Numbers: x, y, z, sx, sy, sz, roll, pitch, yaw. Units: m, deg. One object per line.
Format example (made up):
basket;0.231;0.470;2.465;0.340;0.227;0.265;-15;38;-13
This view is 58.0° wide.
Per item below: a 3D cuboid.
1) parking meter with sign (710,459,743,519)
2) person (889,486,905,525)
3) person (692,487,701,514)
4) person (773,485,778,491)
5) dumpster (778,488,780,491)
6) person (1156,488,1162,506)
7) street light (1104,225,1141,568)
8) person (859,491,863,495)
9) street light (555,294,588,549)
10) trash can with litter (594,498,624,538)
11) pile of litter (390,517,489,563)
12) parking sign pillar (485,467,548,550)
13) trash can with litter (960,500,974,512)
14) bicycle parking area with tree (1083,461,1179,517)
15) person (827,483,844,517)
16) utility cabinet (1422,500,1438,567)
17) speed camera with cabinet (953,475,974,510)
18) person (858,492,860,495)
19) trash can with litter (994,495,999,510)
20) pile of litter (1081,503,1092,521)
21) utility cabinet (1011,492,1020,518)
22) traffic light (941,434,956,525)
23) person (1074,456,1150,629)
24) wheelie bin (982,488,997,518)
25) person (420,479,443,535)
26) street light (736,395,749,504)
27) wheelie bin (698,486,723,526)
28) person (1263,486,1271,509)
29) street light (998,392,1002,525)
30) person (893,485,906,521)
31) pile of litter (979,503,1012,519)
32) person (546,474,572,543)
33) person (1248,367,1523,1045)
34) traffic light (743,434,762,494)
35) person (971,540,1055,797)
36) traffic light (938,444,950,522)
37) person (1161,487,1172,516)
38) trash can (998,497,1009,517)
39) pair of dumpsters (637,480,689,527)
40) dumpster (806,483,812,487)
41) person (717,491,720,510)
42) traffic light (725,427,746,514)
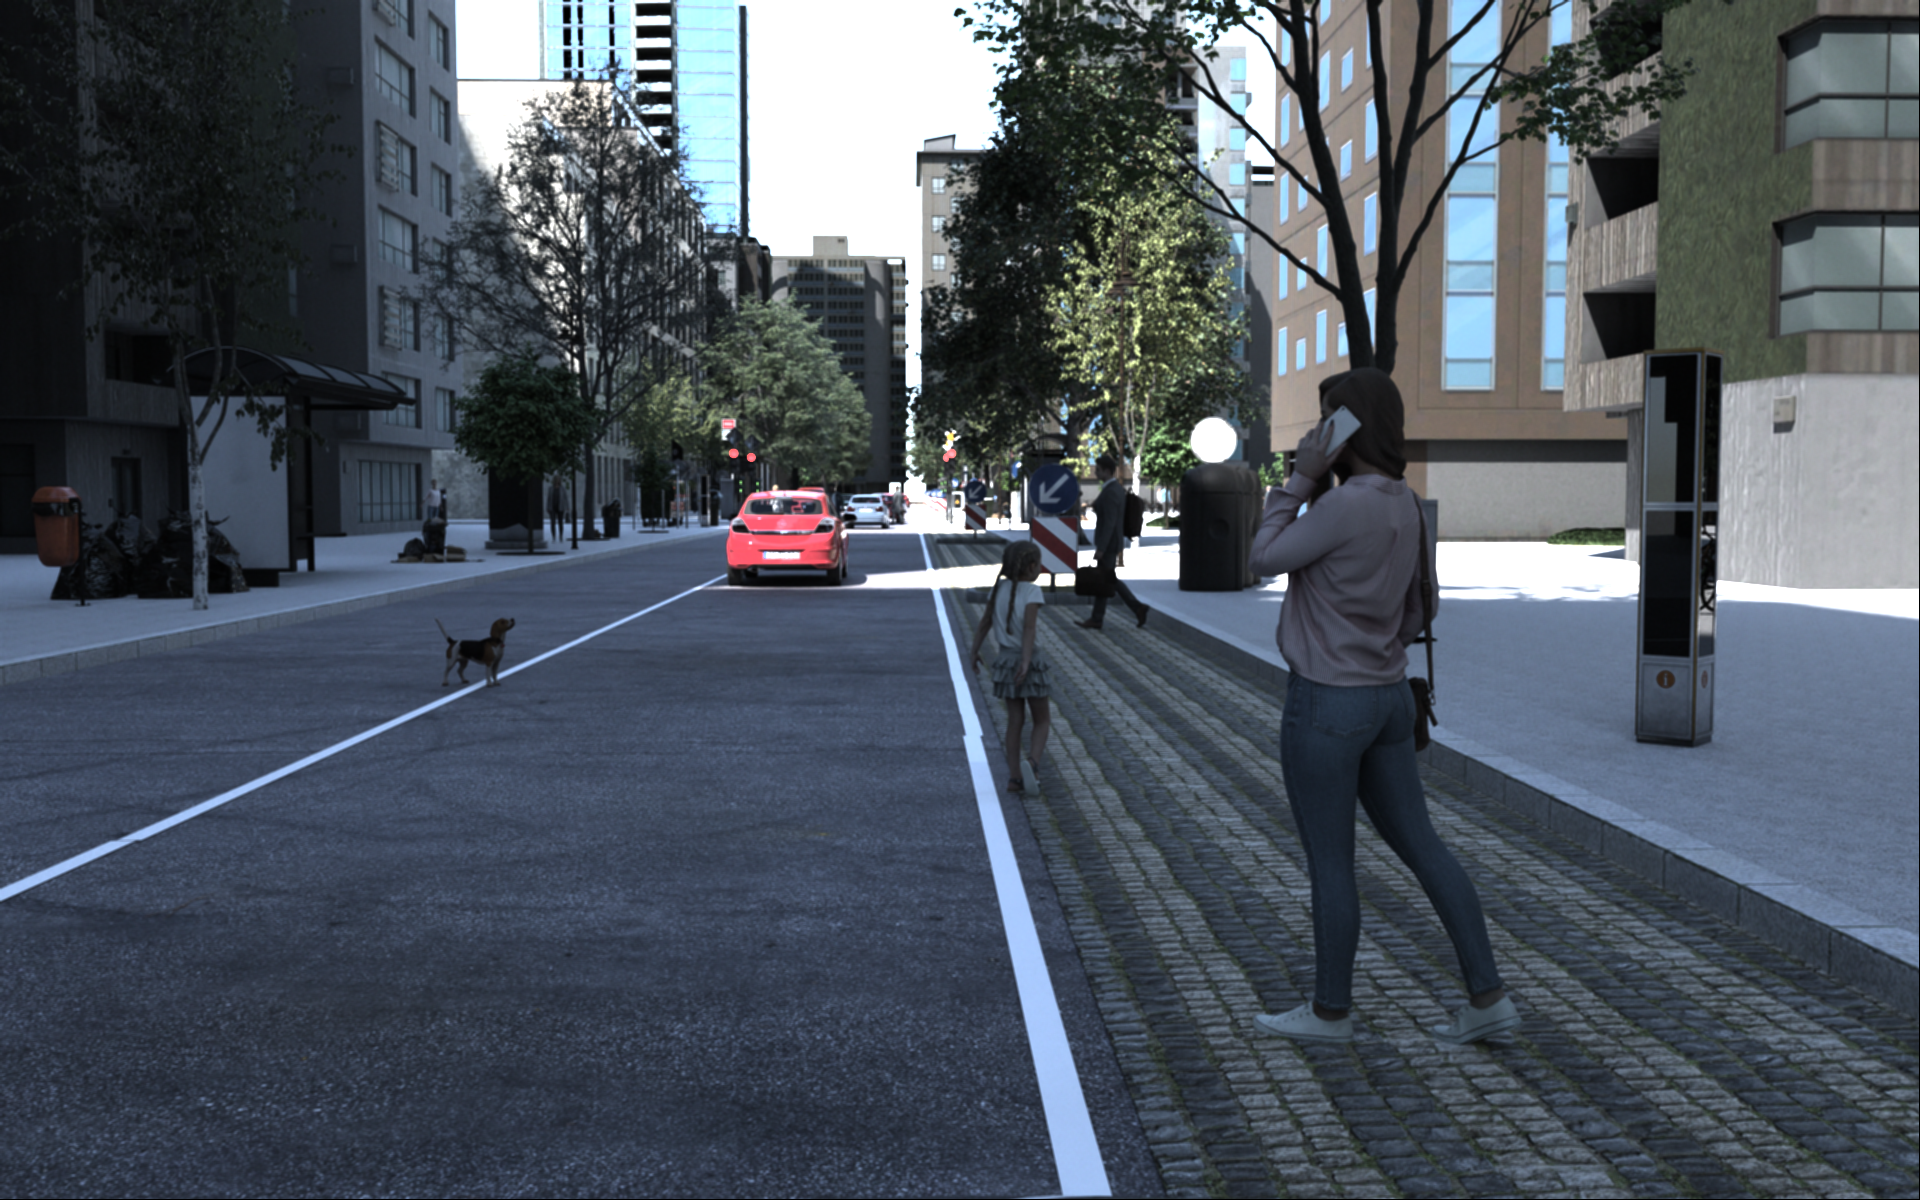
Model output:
parking meter with sign;-11.758;-5.581;87.512;1.738;3.016;0.543;-1;4;-10
person;-2.971;-4.430;81.025;0.767;1.812;0.694;2;4;32
person;-17.413;-6.586;114.149;0.534;1.772;0.576;-3;5;-41
person;-7.155;-3.574;67.291;0.694;1.780;0.624;-3;4;-36
dumpster;-12.351;-6.544;112.761;1.264;1.857;1.865;0;4;-2
person;14.481;-7.305;126.222;0.760;1.731;0.466;-1;4;-21
street light;2.806;-3.503;30.064;0.468;5.910;1.993;0;4;-2
person;-10.929;-11.134;191.362;1.217;1.723;0.721;1;4;11
street light;-8.990;-4.125;40.229;0.468;5.910;1.993;0;4;-2
trash can with litter;-10.384;-2.397;50.572;1.055;1.170;0.624;-2;4;-32
pile of litter;-9.832;-1.145;32.681;1.719;0.858;1.176;-1;4;-12
parking sign pillar;-10.414;-3.185;40.553;1.447;3.967;1.447;2;4;27
trash can with litter;0.560;-6.956;125.121;1.055;1.170;0.624;-1;4;-23
bicycle parking area with tree;10.400;-7.035;102.024;9.016;4.147;8.231;3;5;44
person;-3.931;-2.776;54.242;0.623;1.781;0.721;0;4;-4
utility cabinet;4.987;-0.544;20.059;1.020;1.237;0.306;1;4;11
speed camera with cabinet;0.366;-8.827;138.652;2.038;3.252;0.660;0;4;5
person;-11.771;-11.853;203.014;0.721;1.735;1.217;-1;4;-9
trash can with litter;1.641;-5.400;99.342;2.233;1.210;1.678;1;4;11
pile of litter;5.611;-4.151;81.832;1.176;0.858;1.719;-1;4;-19
utility cabinet;3.060;-5.129;92.542;0.318;1.500;1.173;1;4;20
traffic light;-0.383;-5.140;72.957;0.839;4.253;0.868;0;4;-2
person;1.607;-0.599;18.252;0.822;1.834;0.622;0;4;0
wheelie bin;1.437;-5.083;91.014;0.980;1.594;0.693;0;4;-1
person;-16.465;-2.871;53.650;0.598;1.740;0.731;2;4;26
street light;-10.121;-6.612;80.897;0.468;5.910;1.993;0;4;-2
wheelie bin;-9.996;-3.771;69.571;0.980;1.594;0.693;-1;4;-22
person;13.460;-4.118;75.999;0.590;1.801;0.661;3;4;38
street light;1.663;-6.069;72.022;0.468;5.910;1.993;0;4;-2
person;-3.254;-5.204;92.955;0.648;1.900;0.474;2;4;25
pile of litter;2.074;-4.599;89.150;1.176;0.858;1.719;2;4;35
person;-10.558;-2.417;45.744;0.709;1.800;0.728;0;4;-6
person;1.098;0.284;4.454;0.643;1.750;0.593;3;5;41
traffic light;-9.668;-5.611;80.665;0.839;4.253;0.868;0;4;-2
person;0.224;0.320;8.285;0.505;1.210;0.382;3;4;37
traffic light;-0.611;-5.628;80.939;0.839;4.253;0.868;0;4;-2
person;10.708;-5.153;90.317;0.660;1.820;0.620;-3;5;-42
trash can;2.403;-5.049;94.197;0.748;1.137;0.748;0;3;0
pair of dumpsters;-11.845;-4.071;69.050;1.574;2.255;4.437;0;4;-1
dumpster;-12.735;-8.600;143.102;1.502;2.255;1.985;0;4;-2
person;-19.311;-8.054;137.820;0.391;1.810;0.635;3;5;43
traffic light;-9.440;-5.123;72.684;0.839;4.253;0.868;0;4;-2
